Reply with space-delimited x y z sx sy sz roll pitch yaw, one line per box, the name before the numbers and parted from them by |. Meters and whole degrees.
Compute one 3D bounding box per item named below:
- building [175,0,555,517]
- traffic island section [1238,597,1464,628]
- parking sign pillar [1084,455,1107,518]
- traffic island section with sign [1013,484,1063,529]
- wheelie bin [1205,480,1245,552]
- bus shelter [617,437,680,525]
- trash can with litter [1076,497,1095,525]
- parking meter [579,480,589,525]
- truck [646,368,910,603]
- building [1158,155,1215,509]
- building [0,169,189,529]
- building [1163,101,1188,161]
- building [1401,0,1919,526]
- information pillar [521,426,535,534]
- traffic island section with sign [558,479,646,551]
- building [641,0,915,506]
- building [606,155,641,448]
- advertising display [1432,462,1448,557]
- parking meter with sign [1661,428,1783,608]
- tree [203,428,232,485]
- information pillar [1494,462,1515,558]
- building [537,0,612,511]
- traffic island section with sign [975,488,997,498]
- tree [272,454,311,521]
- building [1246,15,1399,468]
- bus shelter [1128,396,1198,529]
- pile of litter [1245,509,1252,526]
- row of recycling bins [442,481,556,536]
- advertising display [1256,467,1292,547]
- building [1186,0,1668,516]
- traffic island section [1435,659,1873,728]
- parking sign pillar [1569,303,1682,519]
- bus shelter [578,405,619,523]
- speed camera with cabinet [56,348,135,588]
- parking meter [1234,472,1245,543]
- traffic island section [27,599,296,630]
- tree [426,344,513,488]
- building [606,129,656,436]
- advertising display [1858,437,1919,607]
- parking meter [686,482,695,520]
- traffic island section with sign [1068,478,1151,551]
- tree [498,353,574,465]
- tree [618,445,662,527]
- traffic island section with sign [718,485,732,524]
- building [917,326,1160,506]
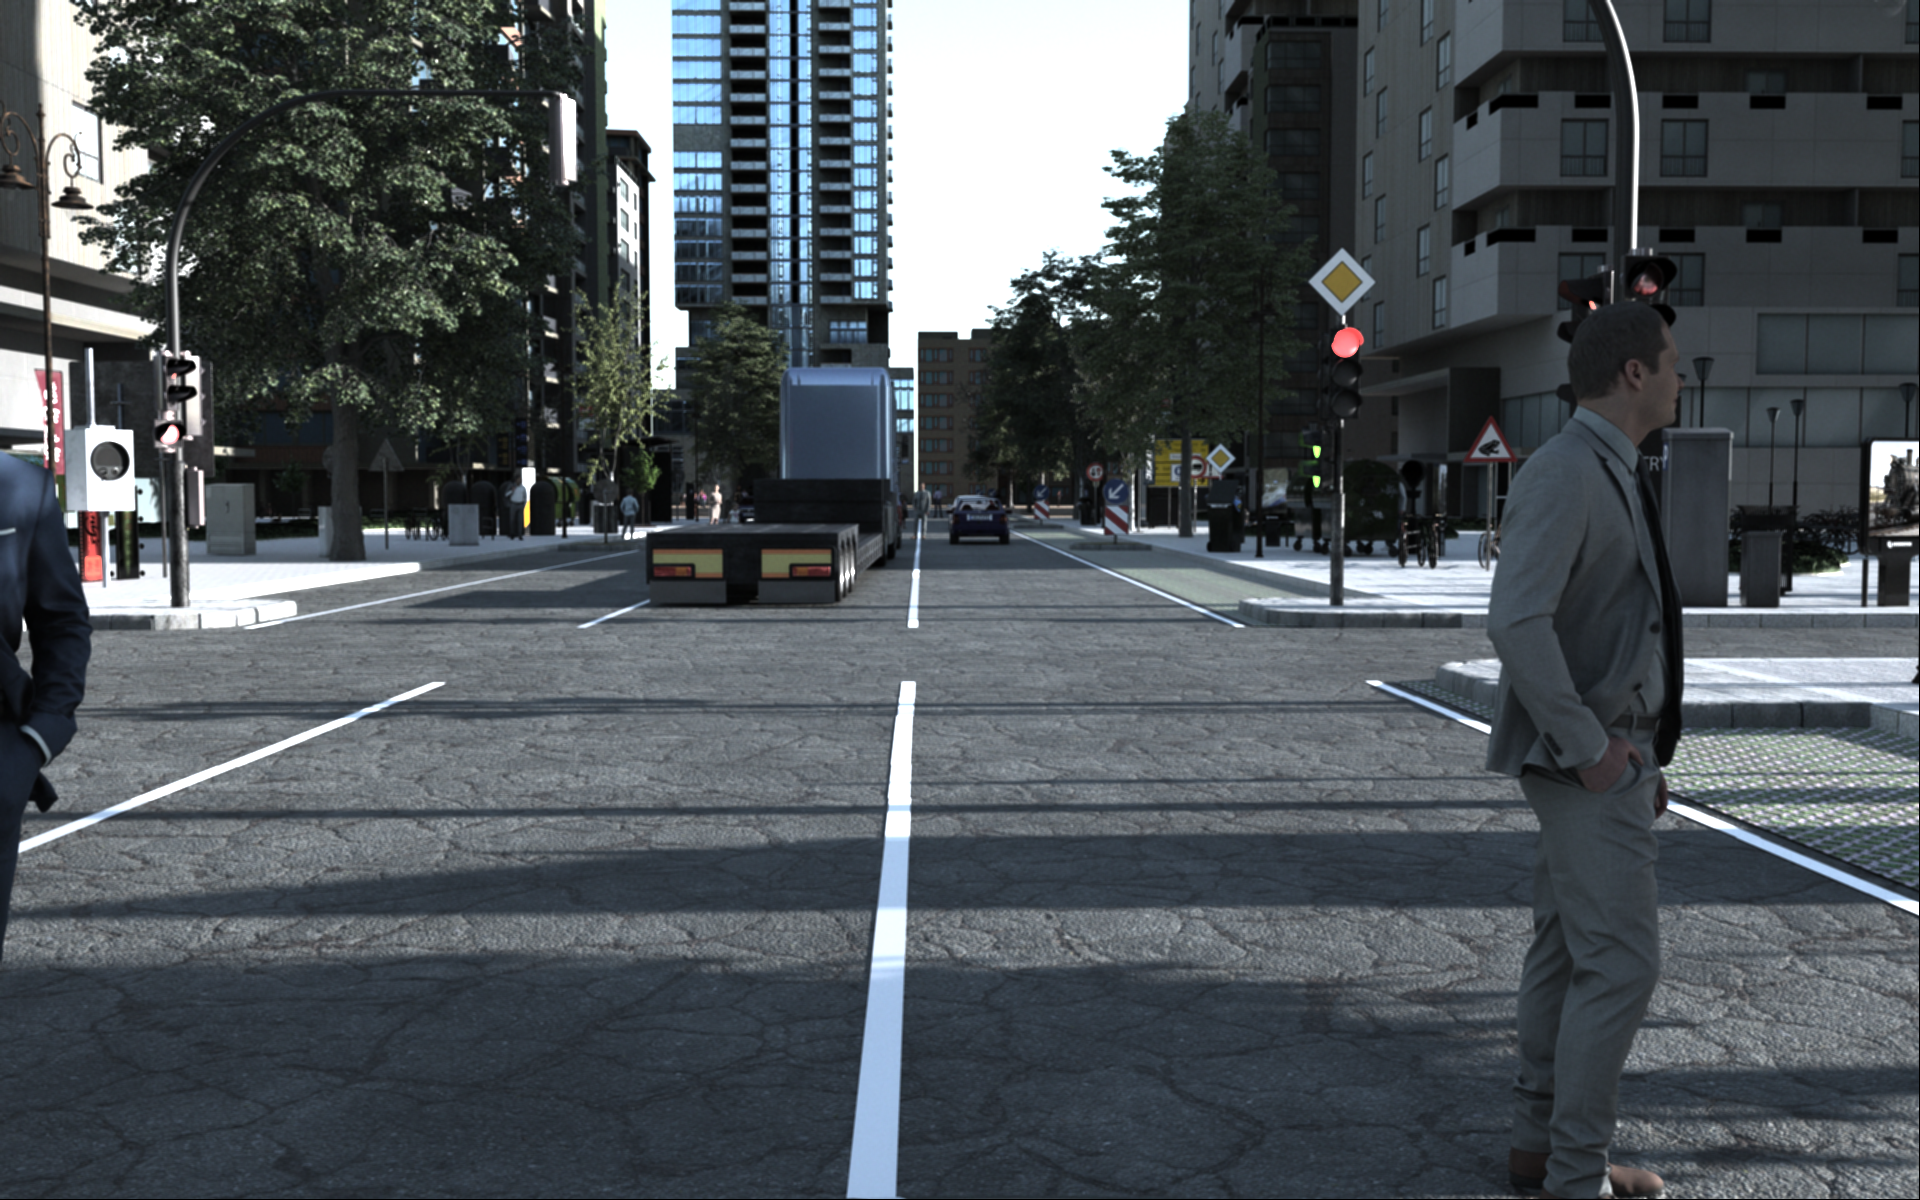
building | -37.906 -27.767 108.618 22.147 44.769 28.867 0 4 -1
traffic island section | 4.362 0.142 19.966 2.009 0.180 2.903 0 4 -1
parking sign pillar | 7.334 -6.445 93.854 1.447 3.967 1.447 -2 4 -35
traffic island section with sign | 3.225 -3.866 71.832 1.989 1.847 2.006 0 4 -1
wheelie bin | 5.859 -1.862 38.349 0.980 1.594 0.693 3 4 36
bus shelter | -13.237 -5.048 73.820 1.731 3.624 6.357 0 4 -1
trash can with litter | 5.227 -3.658 71.201 0.624 1.170 1.055 2 4 25
parking meter | -15.796 -4.100 72.740 0.399 1.863 0.255 3 4 38
truck | -2.682 -2.526 31.065 2.967 4.110 18.799 0 4 0
building | 24.126 -23.168 150.500 14.160 30.474 14.107 0 4 -1
building | -41.785 -28.504 55.277 28.713 52.752 27.495 0 4 -1
building | 31.414 -33.628 199.927 14.200 45.320 14.600 0 4 -1
building | 35.165 -30.070 80.879 28.713 52.752 27.495 0 4 -1
information pillar | -13.826 -3.917 55.390 0.183 3.616 0.504 3 5 39
traffic island section with sign | -9.089 -2.181 44.286 1.989 1.847 2.006 0 4 -1
building | -20.866 -54.347 201.250 31.000 86.520 22.319 0 4 -1
building | -35.314 -23.156 150.294 14.107 30.474 14.160 0 4 -1
advertising display | 9.878 -1.861 35.636 0.123 1.923 0.974 2 4 26
parking meter with sign | 8.418 -1.437 19.762 1.738 3.016 0.543 1 4 12
tree | -32.803 -5.518 73.928 4.285 4.588 4.351 0 3 0
information pillar | 10.979 -1.860 34.910 0.304 2.012 0.304 2 4 35
building | -34.633 -27.318 130.241 14.154 41.232 14.086 0 4 -1
traffic island section with sign | 2.132 -6.933 121.989 1.989 1.847 2.006 0 4 -1
tree | -32.352 -5.465 83.954 1.663 3.219 1.824 0 3 0
building | 24.884 -20.618 108.800 14.160 30.474 14.107 0 4 -1
bus shelter | 7.685 -5.550 68.372 2.179 5.291 8.768 0 4 -1
pile of litter | 9.576 -2.645 57.214 1.719 0.858 1.176 -3 4 -38
row of recycling bins | -14.357 -2.862 53.908 3.534 1.692 1.069 0 4 -1
advertising display | 7.655 -2.269 42.318 0.123 1.923 0.974 -3 5 -43
building | 32.297 -33.025 129.204 28.713 52.752 27.495 0 4 -1
traffic island section | 4.538 0.630 11.983 2.009 0.180 2.903 0 4 -1
parking sign pillar | 8.536 -2.066 22.250 1.447 3.967 1.447 0 4 -3
bus shelter | -16.105 -6.290 80.478 2.179 5.291 8.768 0 4 -1
speed camera with cabinet | -12.042 -1.748 22.910 0.660 3.252 2.038 2 4 34
parking meter | 7.266 -2.407 45.064 0.255 1.863 0.399 1 4 19
traffic island section | -8.876 0.159 19.681 2.009 0.180 2.903 0 4 -1
tree | -19.946 -7.296 69.652 4.737 8.622 4.395 0 3 0
building | -50.788 -33.459 201.678 28.867 44.769 22.147 0 4 -1
advertising display | 10.675 -0.889 19.754 0.974 1.923 0.123 -1 4 -18
parking meter | -13.555 -4.974 87.043 0.399 1.863 0.255 -3 5 -42
traffic island section with sign | 3.823 -2.198 44.559 1.989 1.847 2.006 0 4 -1
tree | -22.724 -8.609 91.117 4.360 8.622 3.978 0 3 0
tree | -12.479 -4.448 67.329 1.663 3.219 1.824 0 3 0
traffic island section with sign | -9.675 -3.829 71.235 1.989 1.847 2.006 0 4 -1
building | 9.401 -22.134 206.924 28.899 21.520 27.650 0 4 -1
